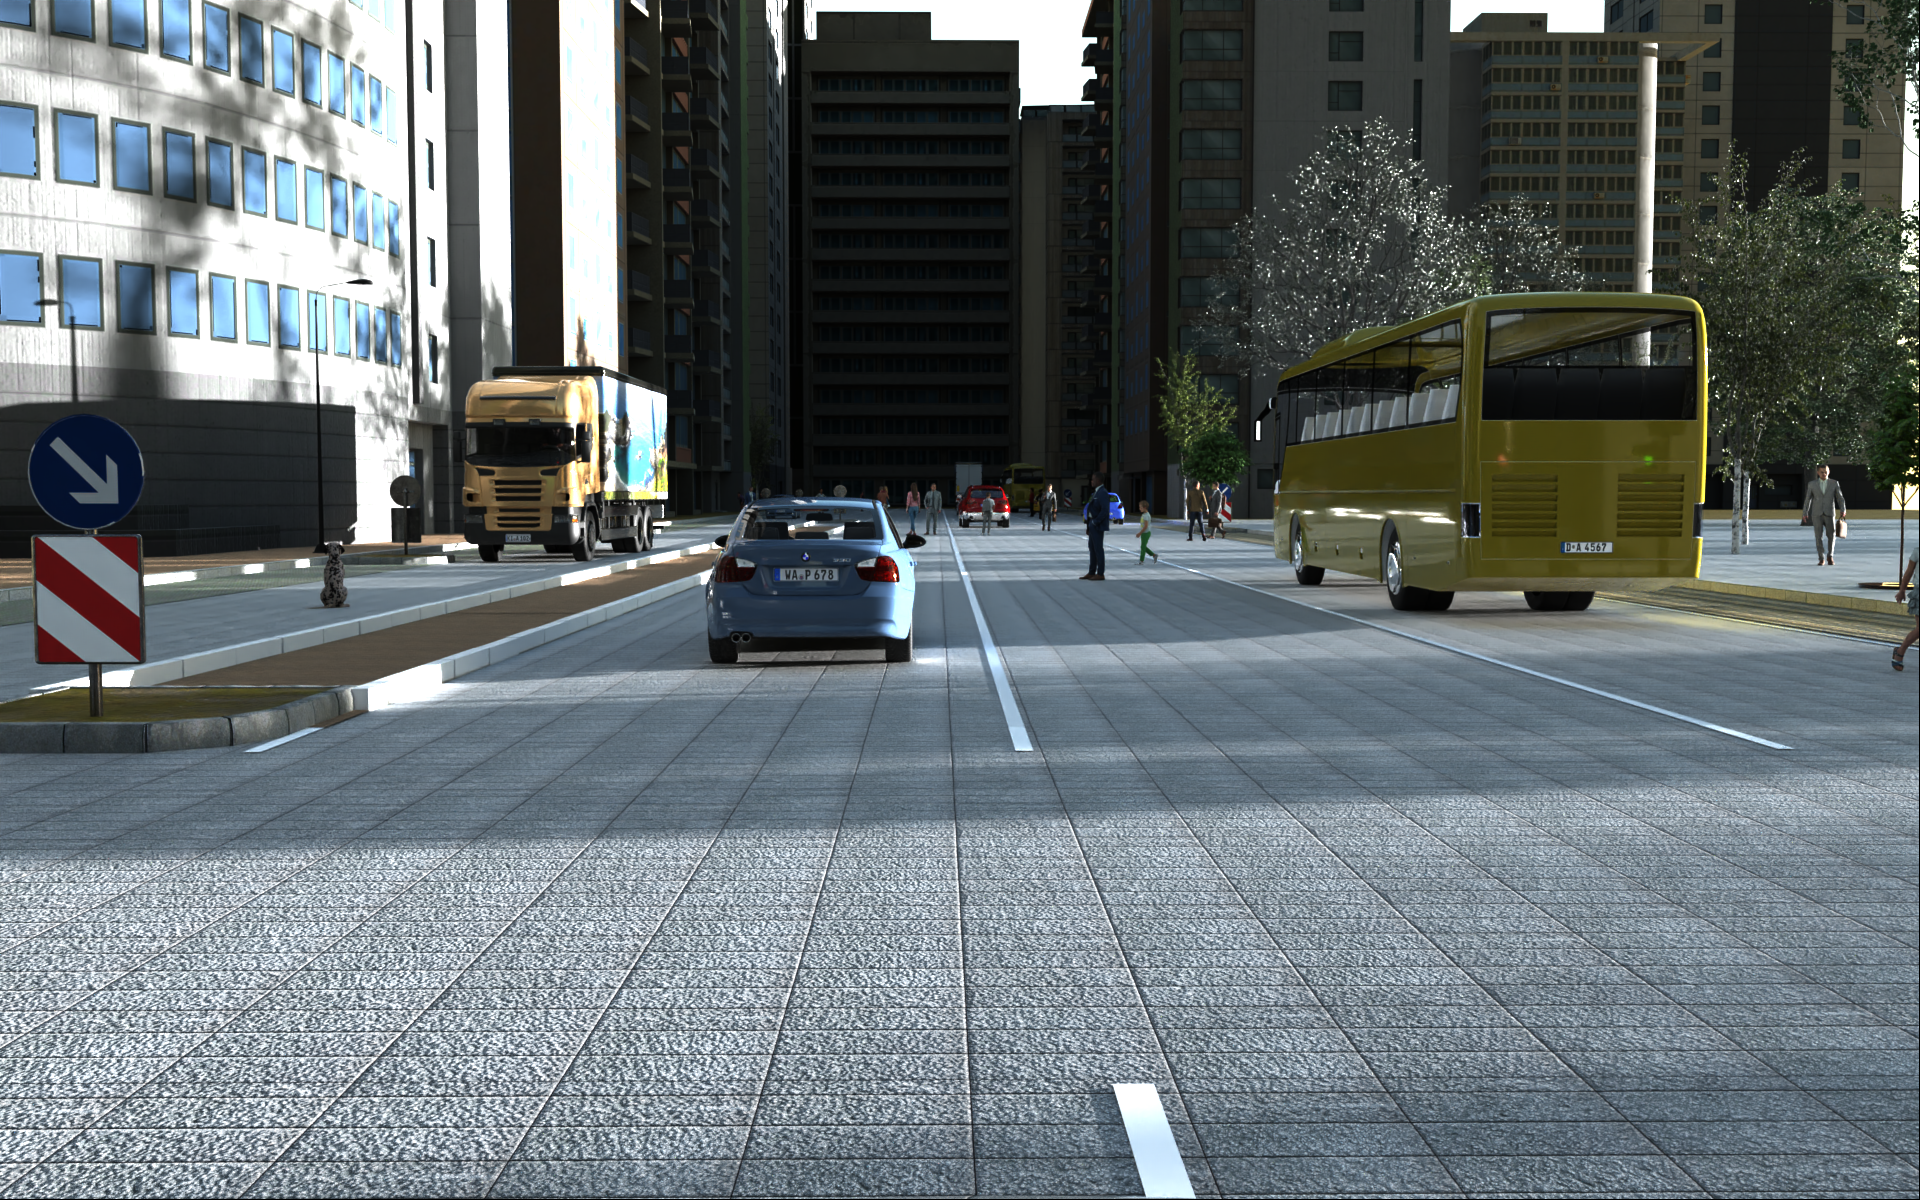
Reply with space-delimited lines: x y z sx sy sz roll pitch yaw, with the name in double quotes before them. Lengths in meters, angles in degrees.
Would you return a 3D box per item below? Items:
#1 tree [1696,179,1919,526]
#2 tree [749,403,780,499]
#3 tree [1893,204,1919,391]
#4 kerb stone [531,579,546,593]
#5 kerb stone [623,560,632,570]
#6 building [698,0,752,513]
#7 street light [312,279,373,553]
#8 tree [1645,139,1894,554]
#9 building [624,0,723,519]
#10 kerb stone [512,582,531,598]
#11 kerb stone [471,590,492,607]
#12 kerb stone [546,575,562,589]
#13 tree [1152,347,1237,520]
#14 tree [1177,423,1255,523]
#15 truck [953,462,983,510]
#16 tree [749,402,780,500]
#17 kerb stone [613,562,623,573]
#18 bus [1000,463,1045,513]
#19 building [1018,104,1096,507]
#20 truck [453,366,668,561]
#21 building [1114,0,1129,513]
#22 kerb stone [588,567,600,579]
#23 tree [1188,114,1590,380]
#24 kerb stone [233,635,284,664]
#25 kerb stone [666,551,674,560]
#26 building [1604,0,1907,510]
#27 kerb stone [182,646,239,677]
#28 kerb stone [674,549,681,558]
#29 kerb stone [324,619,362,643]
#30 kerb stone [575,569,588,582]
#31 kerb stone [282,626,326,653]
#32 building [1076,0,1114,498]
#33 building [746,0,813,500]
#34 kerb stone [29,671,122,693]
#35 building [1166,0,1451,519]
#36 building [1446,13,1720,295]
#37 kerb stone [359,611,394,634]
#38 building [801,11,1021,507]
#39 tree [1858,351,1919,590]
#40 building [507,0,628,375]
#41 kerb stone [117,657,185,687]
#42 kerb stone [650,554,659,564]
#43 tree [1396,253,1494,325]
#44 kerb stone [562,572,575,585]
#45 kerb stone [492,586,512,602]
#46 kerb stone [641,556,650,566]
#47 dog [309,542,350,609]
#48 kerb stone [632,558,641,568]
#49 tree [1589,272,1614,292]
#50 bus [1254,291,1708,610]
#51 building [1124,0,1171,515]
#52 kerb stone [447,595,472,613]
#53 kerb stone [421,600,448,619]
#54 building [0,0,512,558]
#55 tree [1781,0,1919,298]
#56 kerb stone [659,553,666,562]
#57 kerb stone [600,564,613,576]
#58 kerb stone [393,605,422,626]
"tree" 34.187 -9.954 69.409 9.857 13.997 8.962 0 3 0
"tree" -16.547 -11.537 138.997 4.737 8.622 4.395 0 3 0
"tree" 22.250 -5.380 38.333 4.360 8.622 3.978 0 3 0
"kerb stone" -6.234 -0.184 25.226 0.120 0.150 1.000 0 4 -1
"kerb stone" -6.334 -0.624 32.395 0.120 0.150 1.000 0 4 -1
"building" -22.489 -26.757 121.074 14.154 41.232 14.086 0 4 -1
"street light" -13.361 -3.975 37.537 1.470 5.913 1.316 0 4 -1
"tree" 16.803 -5.281 36.703 4.360 8.622 3.978 0 3 0
"building" -25.751 -27.209 99.486 22.147 44.769 28.867 0 4 -1
"kerb stone" -6.213 -0.123 24.201 0.120 0.150 1.000 0 4 -1
"kerb stone" -6.201 0.007 22.145 0.120 0.150 1.000 0 4 -1
"kerb stone" -6.247 -0.245 26.260 0.120 0.150 1.000 0 4 -1
"tree" 11.438 -8.332 86.594 4.737 8.622 4.395 0 3 0
"tree" 11.565 -5.755 77.812 4.285 4.588 4.351 0 3 0
"truck" 0.749 -10.228 156.135 2.839 4.237 11.283 0 4 0
"tree" -15.685 -11.203 133.533 4.360 8.622 3.978 0 3 0
"kerb stone" -6.308 -0.561 31.371 0.120 0.150 1.000 0 4 -1
"bus" 4.971 -8.897 137.020 2.896 3.916 12.252 0 4 -2
"building" 12.951 -30.148 176.519 14.086 41.232 14.154 0 4 -1
"truck" -8.995 -3.141 40.266 2.839 4.237 11.283 0 4 0
"building" 17.866 -26.999 125.035 14.154 41.232 14.086 0 4 -1
"kerb stone" -6.297 -0.436 29.326 0.120 0.150 1.000 0 4 -1
"tree" 12.708 -8.945 56.627 12.009 13.543 11.850 0 3 0
"kerb stone" -6.108 0.444 14.955 0.120 0.150 1.000 0 4 -1
"kerb stone" -6.395 -0.937 37.517 0.120 0.150 1.000 0 4 -1
"building" 67.169 -43.646 151.863 20.611 71.187 20.563 0 4 -1
"kerb stone" -6.087 0.505 13.933 0.120 0.150 1.000 0 4 -1
"kerb stone" -6.409 -0.997 38.539 0.120 0.150 1.000 0 4 -1
"kerb stone" -6.128 0.318 17.002 0.120 0.150 1.000 0 4 -1
"kerb stone" -6.279 -0.374 28.304 0.120 0.150 1.000 0 4 -1
"kerb stone" -6.113 0.380 15.980 0.120 0.150 1.000 0 4 -1
"building" 21.779 -30.142 147.452 22.147 44.769 28.867 0 4 -1
"building" -26.040 -45.287 178.700 20.611 71.187 20.563 0 4 -1
"kerb stone" -6.062 0.631 11.881 0.120 0.150 1.000 0 4 -1
"building" 18.398 -19.877 96.692 14.160 30.474 14.107 0 4 -1
"building" 44.937 -27.763 145.811 23.993 40.220 32.217 0 4 -1
"kerb stone" -6.134 0.255 18.030 0.120 0.150 1.000 0 4 -1
"building" -4.926 -33.954 178.855 21.600 48.544 21.300 0 4 -1
"tree" 12.737 -1.764 23.438 1.663 3.219 1.824 0 3 0
"building" -22.584 -25.941 74.241 14.600 45.320 14.200 0 4 -1
"kerb stone" -6.073 0.568 12.906 0.120 0.150 1.000 0 4 -1
"kerb stone" -6.367 -0.812 35.470 0.120 0.150 1.000 0 4 -1
"tree" 23.421 -10.035 82.201 7.486 12.596 7.792 0 3 0
"kerb stone" -6.263 -0.311 27.282 0.120 0.150 1.000 0 4 -1
"kerb stone" -6.210 -0.060 23.171 0.120 0.150 1.000 0 4 -1
"kerb stone" -6.353 -0.747 34.448 0.120 0.150 1.000 0 4 -1
"dog" -8.021 -0.310 21.901 0.513 0.831 0.800 1 4 23
"kerb stone" -6.342 -0.686 33.417 0.120 0.150 1.000 0 4 -1
"tree" 21.944 -9.817 70.871 12.009 13.543 11.850 0 3 0
"bus" 6.556 -1.994 24.146 2.896 3.916 12.252 0 3 0
"building" 18.257 -28.174 110.762 14.600 45.320 14.200 0 4 -1
"kerb stone" -6.179 0.066 21.123 0.120 0.150 1.000 0 4 -1
"kerb stone" -6.171 0.129 20.094 0.120 0.150 1.000 0 4 -1
"building" -25.865 -30.743 44.641 21.231 58.520 28.212 0 4 -1
"tree" 32.659 -12.152 54.582 12.611 20.169 13.585 0 3 0
"kerb stone" -6.383 -0.872 36.492 0.120 0.150 1.000 0 4 -1
"kerb stone" -6.286 -0.499 30.348 0.120 0.150 1.000 0 4 -1
"kerb stone" -6.158 0.191 19.072 0.120 0.150 1.000 0 4 -1
